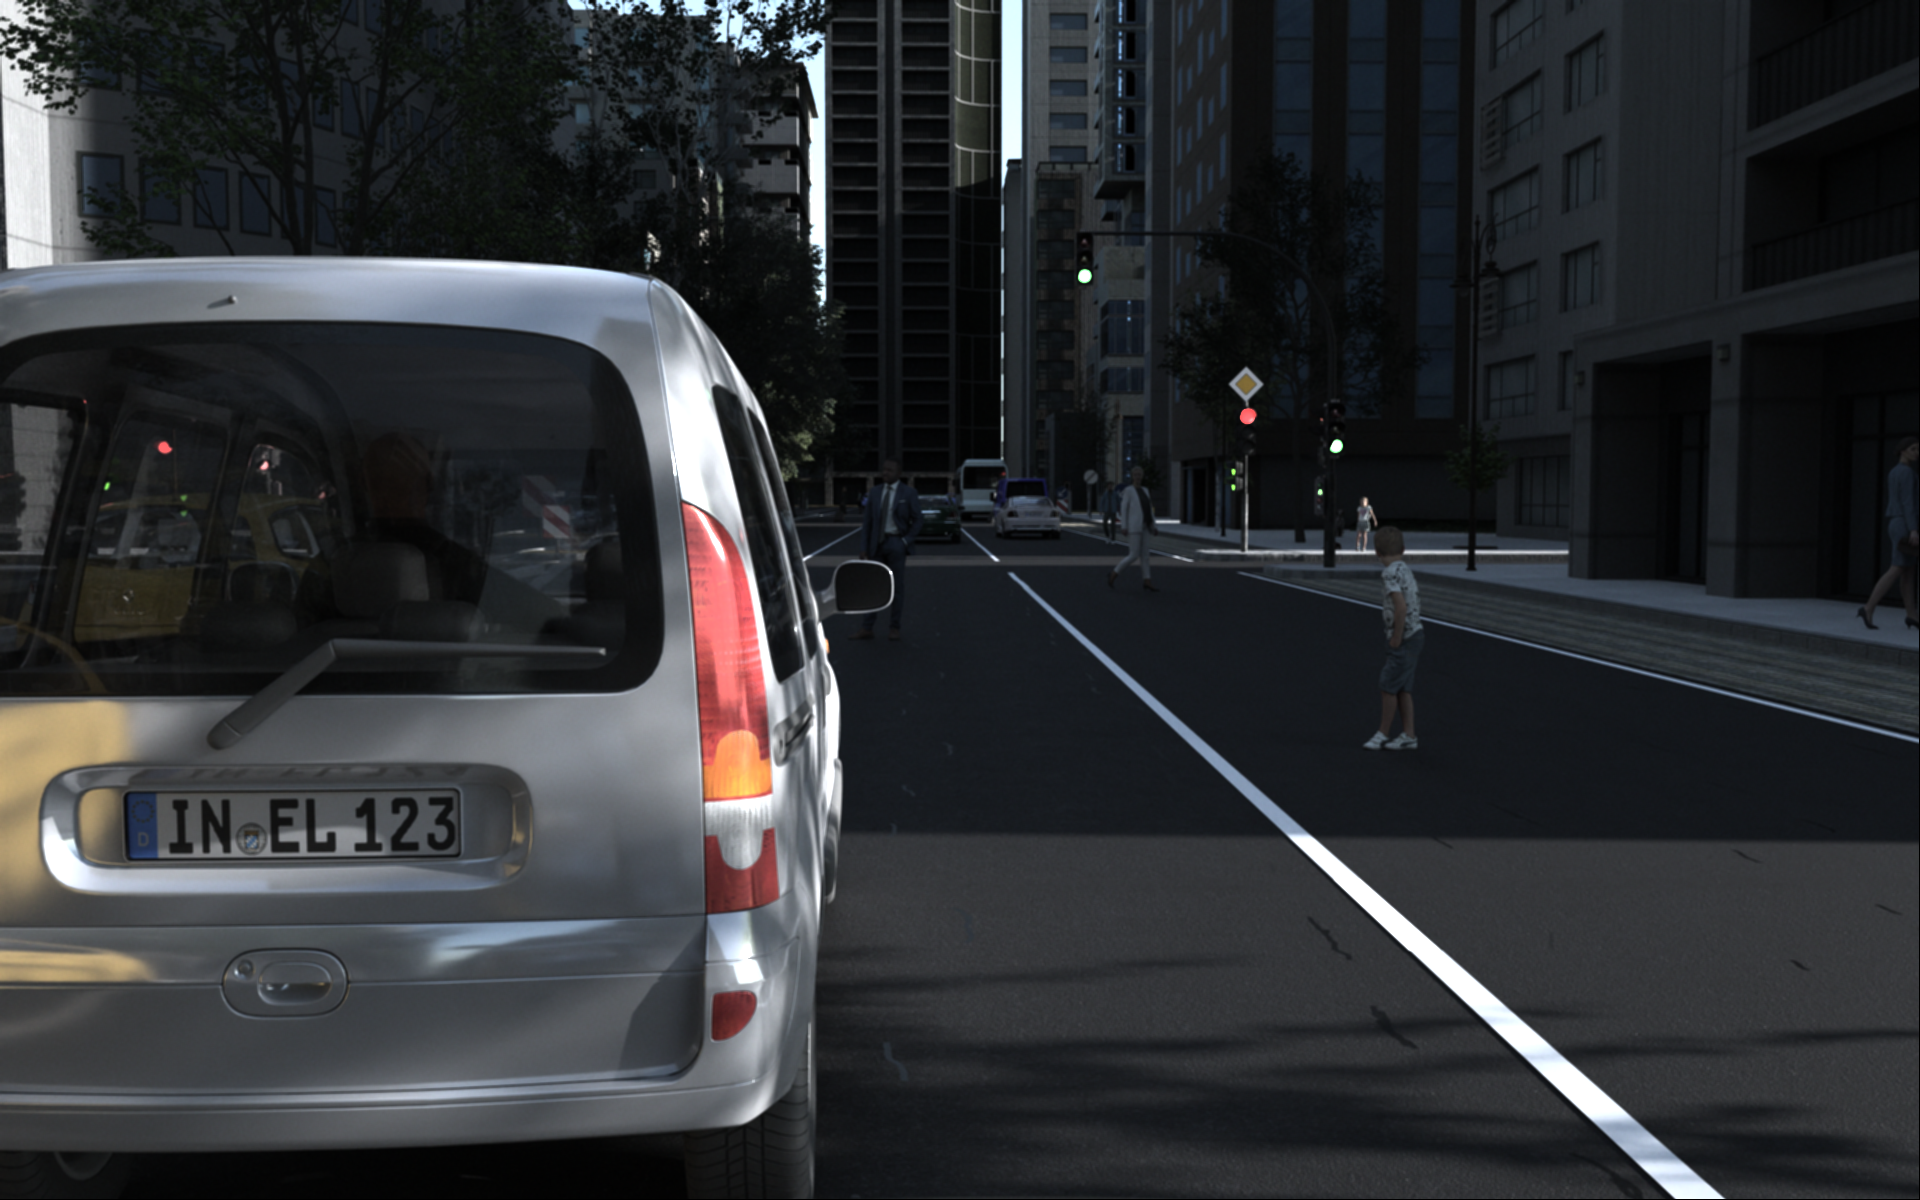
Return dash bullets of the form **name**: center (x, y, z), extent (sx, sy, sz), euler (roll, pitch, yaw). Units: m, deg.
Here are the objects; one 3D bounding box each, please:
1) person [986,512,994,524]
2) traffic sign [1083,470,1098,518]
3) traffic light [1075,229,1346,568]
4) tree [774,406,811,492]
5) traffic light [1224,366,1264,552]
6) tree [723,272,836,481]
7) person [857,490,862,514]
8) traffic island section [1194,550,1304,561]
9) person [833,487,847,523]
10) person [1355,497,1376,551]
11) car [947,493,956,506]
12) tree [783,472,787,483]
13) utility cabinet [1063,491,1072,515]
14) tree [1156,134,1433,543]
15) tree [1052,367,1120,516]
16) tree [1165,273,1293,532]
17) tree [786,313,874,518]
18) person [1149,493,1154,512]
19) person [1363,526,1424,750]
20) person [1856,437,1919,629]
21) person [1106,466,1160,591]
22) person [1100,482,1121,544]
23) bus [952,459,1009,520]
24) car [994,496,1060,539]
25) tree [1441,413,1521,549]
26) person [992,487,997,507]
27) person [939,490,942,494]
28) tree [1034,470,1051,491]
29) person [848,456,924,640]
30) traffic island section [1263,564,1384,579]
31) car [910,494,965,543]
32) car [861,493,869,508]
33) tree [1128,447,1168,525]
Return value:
- **person**: center (1.898, -4.587, 83.714), extent (1.509, 1.804, 0.699), euler (-3, 4, -38)
- **traffic sign**: center (6.861, -5.553, 90.898), extent (0.768, 2.556, 0.104), euler (0, 4, 6)
- **traffic light**: center (4.342, -3.384, 30.004), extent (4.771, 5.953, 1.251), euler (0, 4, -1)
- **tree**: center (-9.522, -8.451, 90.999), extent (4.737, 8.622, 4.395), euler (0, 3, 0)
- **traffic light**: center (6.261, -3.012, 38.173), extent (0.839, 4.253, 0.868), euler (0, 4, -1)
- **tree**: center (-9.616, -10.036, 84.676), extent (7.486, 12.596, 7.792), euler (0, 3, 0)
- **person**: center (-7.360, -7.136, 125.954), extent (0.721, 1.735, 1.217), euler (0, 4, 3)
- **traffic island section**: center (6.301, -0.979, 38.288), extent (2.009, 0.180, 2.903), euler (0, 4, -1)
- **person**: center (-5.970, -4.765, 86.621), extent (0.699, 1.804, 1.509), euler (1, 4, 21)
- **person**: center (9.087, -1.695, 38.774), extent (0.505, 1.210, 0.382), euler (2, 4, 27)
- **car**: center (-0.909, -10.359, 178.963), extent (1.945, 1.707, 3.694), euler (0, 4, -1)
- **tree**: center (-20.661, -12.644, 190.439), extent (4.285, 4.588, 4.351), euler (0, 3, 0)
- **utility cabinet**: center (6.595, -5.977, 106.409), extent (0.318, 1.500, 1.173), euler (-1, 4, -9)
- **tree**: center (8.673, -6.800, 45.598), extent (7.601, 10.594, 8.767), euler (0, 4, 1)
- **tree**: center (7.382, -9.120, 99.477), extent (4.360, 8.622, 3.978), euler (0, 3, 0)
- **tree**: center (8.903, -6.594, 58.167), extent (4.737, 8.622, 4.395), euler (0, 3, 0)
- **tree**: center (-9.813, -11.036, 99.901), extent (9.611, 12.733, 9.660), euler (0, 3, 0)
- **person**: center (7.902, -4.283, 76.280), extent (1.509, 1.804, 0.699), euler (-1, 4, -18)
- **person**: center (2.434, 0.213, 9.706), extent (0.332, 1.250, 0.352), euler (-2, 4, -29)
- **person**: center (8.891, -0.633, 16.409), extent (0.654, 1.822, 0.581), euler (2, 4, 31)
- **person**: center (2.572, -1.055, 25.634), extent (0.818, 1.842, 0.514), euler (2, 4, 28)
- **person**: center (4.295, -2.478, 49.364), extent (0.601, 1.785, 0.444), euler (1, 4, 18)
- **bus**: center (1.139, -6.325, 98.280), extent (2.948, 3.499, 13.247), euler (0, 4, -1)
- **car**: center (2.195, -2.707, 56.621), extent (2.083, 1.381, 4.827), euler (0, 4, -3)
- **tree**: center (12.074, -2.822, 40.739), extent (1.663, 3.219, 1.824), euler (0, 3, 0)
- **person**: center (1.848, -4.512, 82.471), extent (0.583, 1.804, 0.606), euler (3, 5, 44)
- **person**: center (-2.079, -10.725, 183.866), extent (1.348, 1.822, 0.705), euler (2, 4, 26)
- **tree**: center (6.375, -8.761, 137.848), extent (1.663, 3.219, 1.824), euler (0, 3, 0)
- **person**: center (-0.722, -0.516, 17.122), extent (0.721, 1.800, 0.419), euler (1, 4, 12)
- **traffic island section**: center (6.472, -0.491, 30.305), extent (2.009, 0.180, 2.903), euler (0, 4, -1)
- **car**: center (-0.901, -2.448, 51.817), extent (2.131, 1.459, 4.920), euler (0, 4, -1)
- **car**: center (-9.078, -10.140, 175.381), extent (1.945, 1.707, 3.694), euler (0, 4, -2)
- **tree**: center (7.725, -4.683, 71.163), extent (1.663, 3.219, 1.824), euler (0, 3, 0)
